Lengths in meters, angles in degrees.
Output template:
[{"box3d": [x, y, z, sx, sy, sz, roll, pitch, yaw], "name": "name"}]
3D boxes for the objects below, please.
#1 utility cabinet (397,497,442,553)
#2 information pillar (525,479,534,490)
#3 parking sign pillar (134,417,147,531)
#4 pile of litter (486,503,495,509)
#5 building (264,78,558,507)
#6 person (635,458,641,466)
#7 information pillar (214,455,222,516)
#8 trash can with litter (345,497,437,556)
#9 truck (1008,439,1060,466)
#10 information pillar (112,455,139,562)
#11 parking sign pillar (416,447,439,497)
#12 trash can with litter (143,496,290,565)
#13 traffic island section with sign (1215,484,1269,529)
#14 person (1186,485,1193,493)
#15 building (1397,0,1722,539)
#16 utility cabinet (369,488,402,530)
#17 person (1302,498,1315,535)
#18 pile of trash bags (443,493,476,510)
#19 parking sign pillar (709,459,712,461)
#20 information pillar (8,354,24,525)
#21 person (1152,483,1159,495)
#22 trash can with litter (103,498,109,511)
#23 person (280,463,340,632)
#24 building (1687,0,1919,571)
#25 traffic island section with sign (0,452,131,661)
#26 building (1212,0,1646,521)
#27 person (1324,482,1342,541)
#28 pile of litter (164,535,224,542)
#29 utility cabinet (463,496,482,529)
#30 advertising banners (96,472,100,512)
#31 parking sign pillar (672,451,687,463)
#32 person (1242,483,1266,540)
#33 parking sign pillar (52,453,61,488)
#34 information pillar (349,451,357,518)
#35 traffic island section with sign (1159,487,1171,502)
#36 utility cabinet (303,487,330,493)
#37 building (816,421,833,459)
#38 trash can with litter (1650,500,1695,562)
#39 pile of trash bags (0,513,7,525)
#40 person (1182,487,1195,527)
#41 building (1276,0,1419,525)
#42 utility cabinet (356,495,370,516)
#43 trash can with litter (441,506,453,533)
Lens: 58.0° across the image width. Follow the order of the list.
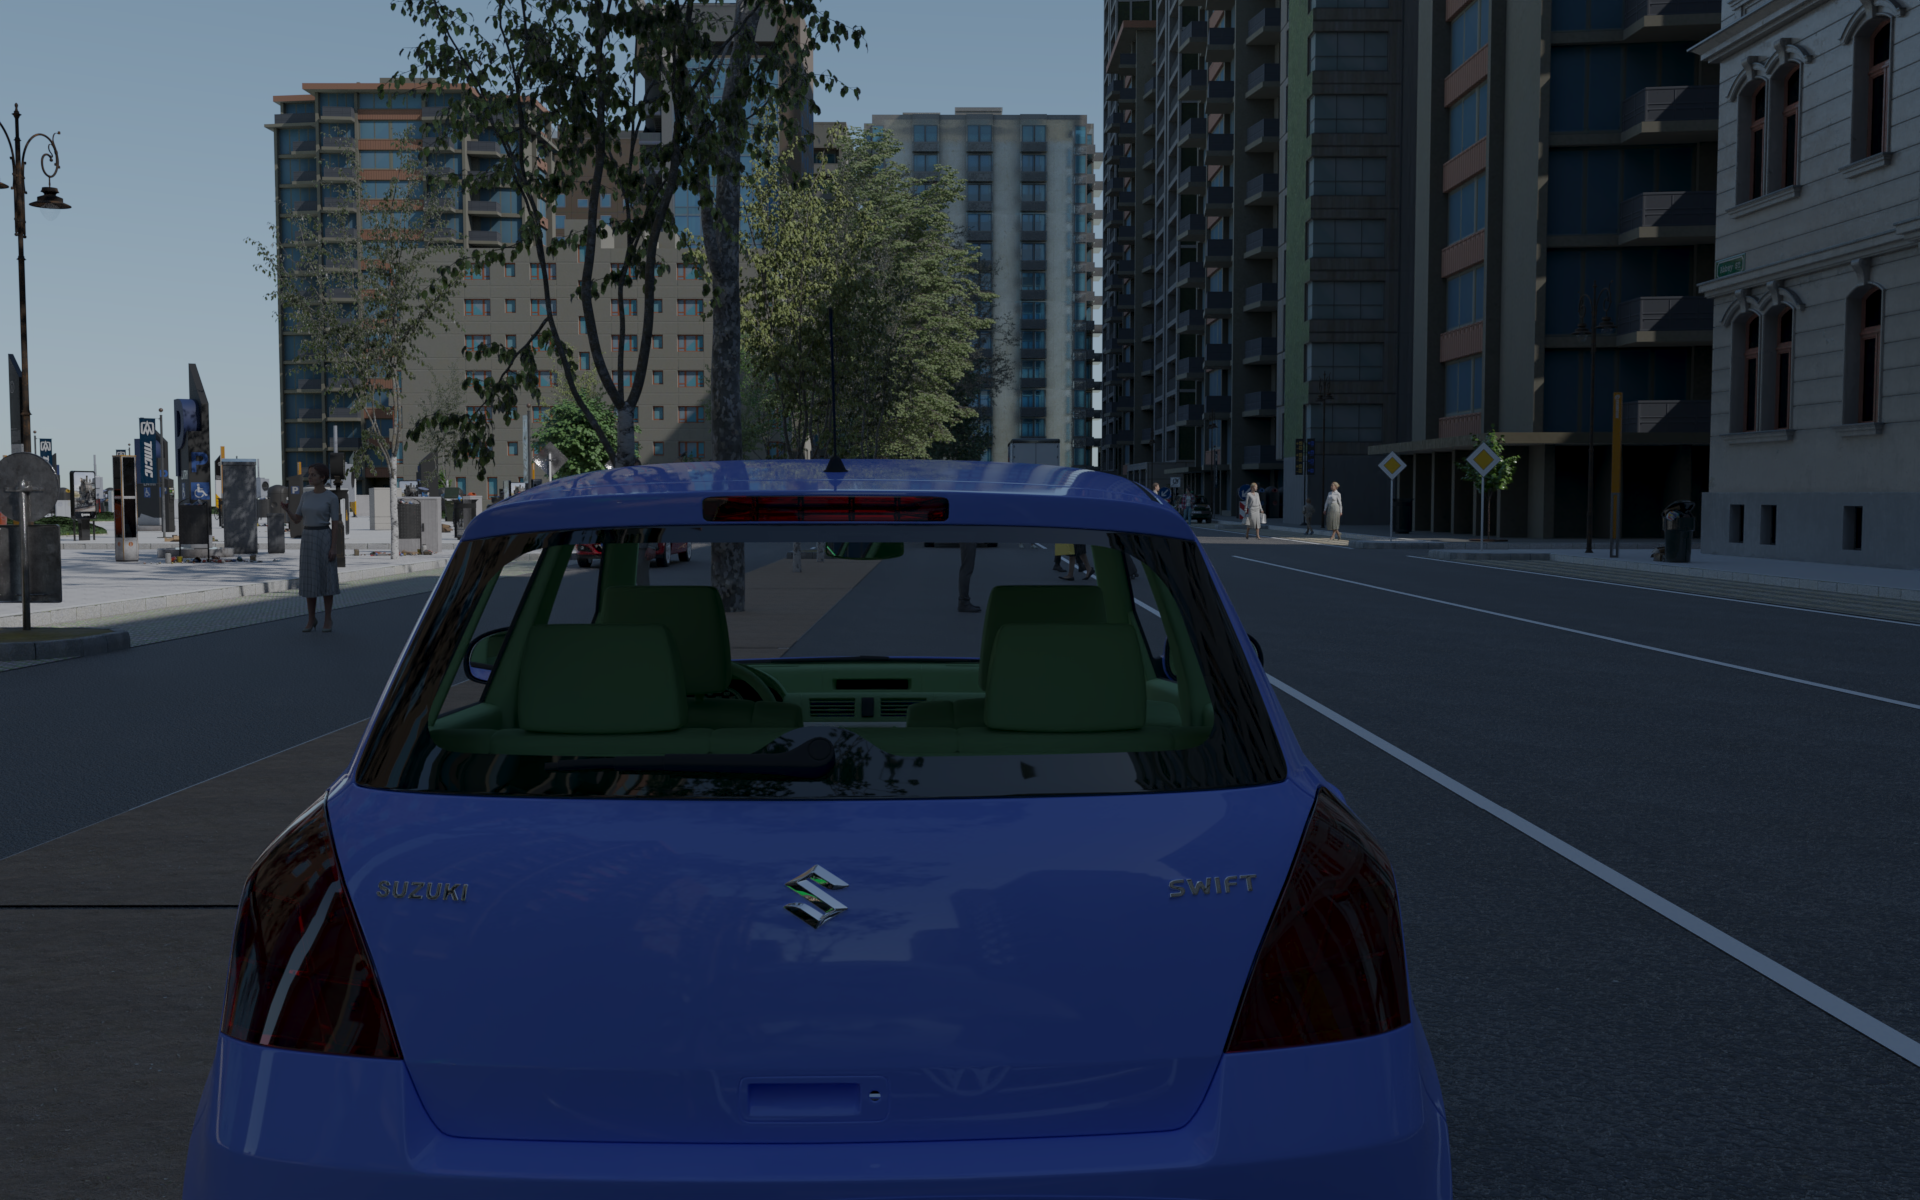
[{"box3d": [-11.937, -1.644, 38.039, 1.020, 1.237, 0.306, 0, 4, 2], "name": "utility cabinet"}, {"box3d": [-20.927, -4.874, 84.181, 0.304, 2.012, 0.304, 2, 4, 27], "name": "information pillar"}, {"box3d": [-28.209, -4.402, 60.451, 1.447, 3.967, 1.447, 2, 4, 30], "name": "parking sign pillar"}, {"box3d": [-23.553, -4.435, 86.473, 1.719, 0.858, 1.176, 3, 5, 40], "name": "pile of litter"}, {"box3d": [-56.701, -32.453, 185.226, 28.867, 44.769, 22.147, 0, 4, 0], "name": "building"}, {"box3d": [-3.413, -0.578, 18.055, 0.635, 1.810, 0.391, 1, 4, 10], "name": "person"}, {"box3d": [-43.880, -6.798, 102.507, 0.183, 3.616, 0.504, 1, 4, 20], "name": "information pillar"}, {"box3d": [-11.987, -1.544, 36.297, 2.233, 1.210, 1.678, -2, 4, -28], "name": "trash can with litter"}, {"box3d": [3.849, -6.377, 93.185, 2.839, 4.237, 11.283, 0, 4, 0], "name": "truck"}, {"box3d": [-15.798, -1.730, 32.784, 0.304, 2.012, 0.304, 2, 4, 33], "name": "information pillar"}, {"box3d": [-30.477, -6.767, 99.108, 1.447, 3.967, 1.447, 2, 4, 30], "name": "parking sign pillar"}, {"box3d": [-13.939, -1.305, 32.387, 2.233, 1.210, 1.678, -1, 4, -11], "name": "trash can with litter"}, {"box3d": [11.553, -3.831, 71.268, 1.989, 1.847, 2.006, 0, 4, 0], "name": "traffic island section with sign"}, {"box3d": [13.398, -5.841, 101.792, 0.529, 1.795, 0.600, -1, 4, -11], "name": "person"}, {"box3d": [29.211, -24.667, 57.930, 28.867, 44.769, 22.147, 0, 4, 0], "name": "building"}, {"box3d": [-20.423, -3.235, 61.576, 0.318, 1.500, 1.173, 2, 4, 34], "name": "utility cabinet"}, {"box3d": [12.134, -2.909, 60.341, 0.475, 1.303, 0.640, -2, 4, -28], "name": "person"}, {"box3d": [-30.163, -5.762, 103.958, 1.912, 1.369, 3.447, 1, 4, 19], "name": "pile of trash bags"}, {"box3d": [-13.762, -6.755, 98.910, 1.447, 3.967, 1.447, 1, 4, 16], "name": "parking sign pillar"}, {"box3d": [-15.661, -2.291, 28.820, 0.504, 3.616, 0.183, 3, 5, 43], "name": "information pillar"}, {"box3d": [6.551, -2.977, 57.374, 0.583, 1.804, 0.606, 0, 4, -1], "name": "person"}, {"box3d": [-47.590, -5.198, 96.369, 1.055, 1.170, 0.624, 0, 4, 5], "name": "trash can with litter"}, {"box3d": [-6.708, -0.542, 17.938, 0.480, 1.755, 0.524, 0, 4, 6], "name": "person"}, {"box3d": [22.236, -14.558, 25.409, 14.401, 28.519, 23.554, 0, 4, 0], "name": "building"}, {"box3d": [-8.702, -0.426, 15.589, 1.989, 1.847, 2.006, 0, 4, 0], "name": "traffic island section with sign"}, {"box3d": [25.203, -27.657, 106.819, 22.147, 44.769, 28.867, 0, 4, 0], "name": "building"}, {"box3d": [11.470, -2.708, 53.006, 0.641, 1.798, 0.478, -2, 4, -30], "name": "person"}, {"box3d": [-20.688, -2.004, 46.725, 1.719, 0.858, 1.176, 2, 4, 33], "name": "pile of litter"}, {"box3d": [-17.639, -3.150, 62.666, 0.306, 1.237, 1.020, 1, 4, 9], "name": "utility cabinet"}, {"box3d": [-50.920, -6.500, 102.469, 0.090, 3.025, 2.074, -1, 4, -11], "name": "advertising banners"}, {"box3d": [-17.469, -7.254, 107.074, 1.447, 3.967, 1.447, 3, 5, 40], "name": "parking sign pillar"}, {"box3d": [9.285, -2.807, 54.742, 0.694, 1.780, 0.624, -1, 4, -9], "name": "person"}, {"box3d": [-59.932, -7.680, 114.044, 1.447, 3.967, 1.447, 1, 4, 14], "name": "parking sign pillar"}, {"box3d": [-33.223, -6.328, 94.811, 0.504, 3.616, 0.183, 3, 5, 41], "name": "information pillar"}, {"box3d": [11.409, -5.480, 98.223, 1.989, 1.847, 2.006, 0, 4, 0], "name": "traffic island section with sign"}, {"box3d": [-20.577, -2.852, 55.314, 1.173, 1.500, 0.318, 3, 4, 38], "name": "utility cabinet"}, {"box3d": [-27.475, -20.671, 183.005, 28.899, 21.520, 27.650, 0, 4, 0], "name": "building"}, {"box3d": [13.382, -1.302, 32.670, 0.624, 1.170, 1.055, 0, 4, -7], "name": "trash can with litter"}, {"box3d": [-18.244, -1.328, 31.467, 1.912, 1.369, 3.447, 0, 4, -5], "name": "pile of trash bags"}, {"box3d": [9.934, -4.042, 75.427, 0.563, 1.720, 0.643, 0, 4, 6], "name": "person"}, {"box3d": [21.379, -24.091, 77.487, 14.154, 41.232, 14.086, 0, 4, 0], "name": "building"}, {"box3d": [-34.751, -5.495, 101.000, 1.020, 1.237, 0.306, -3, 4, -36], "name": "utility cabinet"}, {"box3d": [-17.372, -2.834, 57.715, 1.055, 1.170, 0.624, 1, 4, 22], "name": "trash can with litter"}]
